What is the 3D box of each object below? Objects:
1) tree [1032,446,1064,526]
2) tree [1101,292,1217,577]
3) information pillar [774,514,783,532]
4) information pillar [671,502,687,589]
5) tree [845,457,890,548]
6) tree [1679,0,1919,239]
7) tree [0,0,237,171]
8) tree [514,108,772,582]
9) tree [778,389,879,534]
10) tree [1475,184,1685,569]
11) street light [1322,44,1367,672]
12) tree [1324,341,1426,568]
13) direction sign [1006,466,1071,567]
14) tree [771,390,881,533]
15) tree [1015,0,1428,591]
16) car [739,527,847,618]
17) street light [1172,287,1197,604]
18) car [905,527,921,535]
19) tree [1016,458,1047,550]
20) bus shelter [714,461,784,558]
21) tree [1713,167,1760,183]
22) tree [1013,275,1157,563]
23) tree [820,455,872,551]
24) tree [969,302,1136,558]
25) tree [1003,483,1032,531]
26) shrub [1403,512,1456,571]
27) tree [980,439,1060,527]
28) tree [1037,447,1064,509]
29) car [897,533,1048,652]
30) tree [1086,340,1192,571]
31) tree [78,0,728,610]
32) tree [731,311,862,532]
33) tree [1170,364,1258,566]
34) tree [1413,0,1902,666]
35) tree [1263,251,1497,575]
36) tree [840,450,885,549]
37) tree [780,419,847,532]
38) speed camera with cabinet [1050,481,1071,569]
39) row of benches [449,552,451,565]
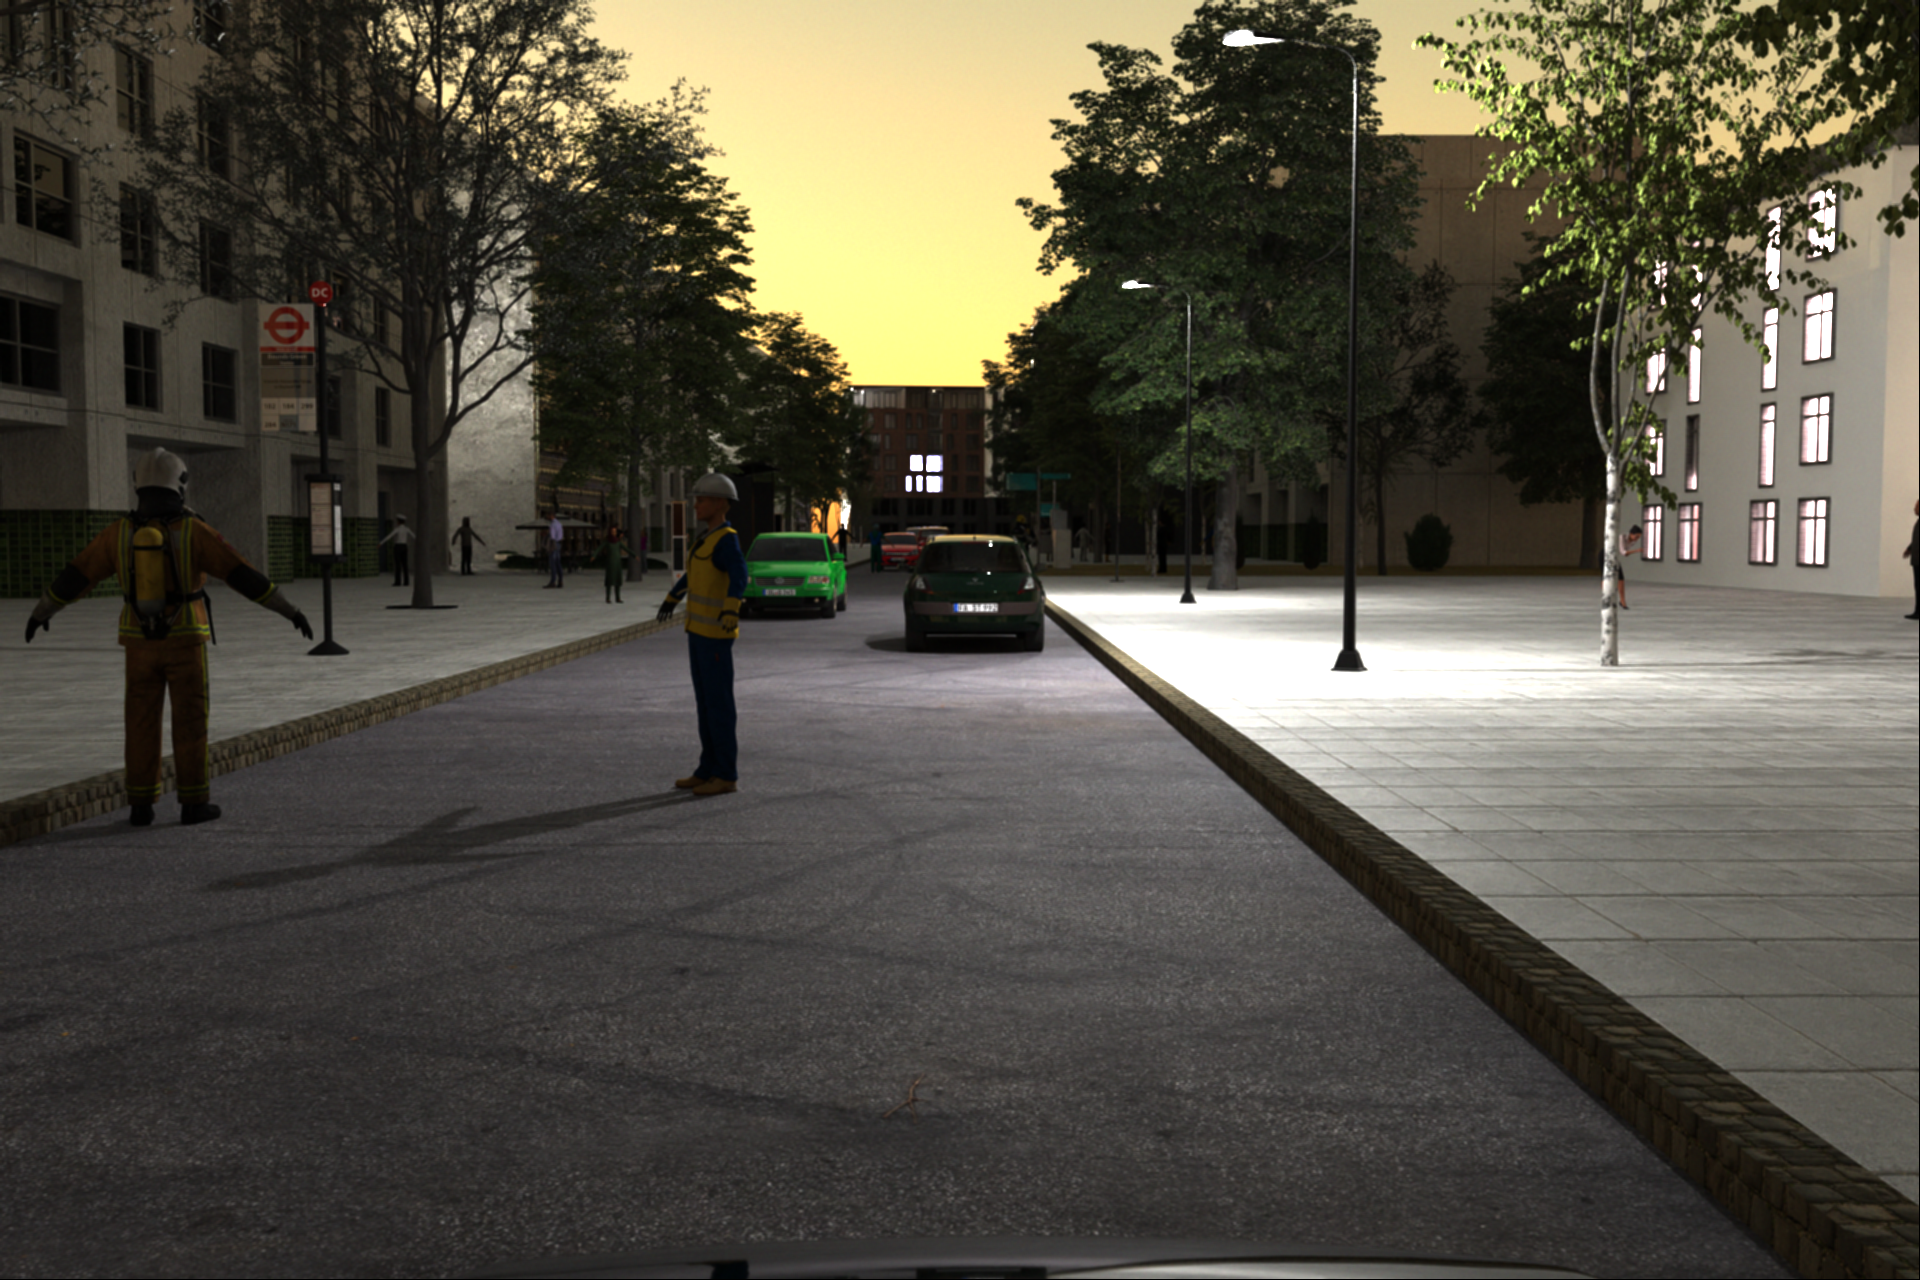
[{"bbox_3d":[6.220,-9.949,113.021,4.737,8.622,4.395,0,3,0],"label":"tree"},{"bbox_3d":[5.994,-6.198,51.693,4.737,8.622,4.395,0,3,0],"label":"tree"},{"bbox_3d":[-6.529,-3.538,62.343,0.304,2.012,0.304,0,4,2],"label":"information pillar"},{"bbox_3d":[-6.376,-2.132,39.357,0.304,2.012,0.304,0,4,1],"label":"information pillar"},{"bbox_3d":[-9.264,-12.730,158.495,4.360,8.622,3.978,0,3,0],"label":"tree"},{"bbox_3d":[5.846,-3.625,9.639,4.737,8.622,4.395,0,3,0],"label":"tree"},{"bbox_3d":[-9.382,-6.193,11.623,12.009,13.543,11.850,0,3,0],"label":"tree"},{"bbox_3d":[-8.596,-7.873,46.858,7.486,12.596,7.792,0,3,0],"label":"tree"},{"bbox_3d":[-9.450,-12.094,123.487,9.928,11.665,9.643,0,3,0],"label":"tree"},{"bbox_3d":[23.368,-9.633,64.158,9.857,13.997,8.962,0,3,0],"label":"tree"},{"bbox_3d":[4.200,-2.665,16.106,1.470,5.913,1.316,0,4,0],"label":"street light"},{"bbox_3d":[14.944,-7.032,65.343,4.360,8.622,3.978,0,3,0],"label":"tree"},{"bbox_3d":[3.084,-4.808,67.379,2.525,3.948,1.411,0,4,0],"label":"direction sign"},{"bbox_3d":[-9.134,-10.891,112.477,8.767,10.594,7.601,0,4,6],"label":"tree"},{"bbox_3d":[6.045,-8.117,39.372,9.857,13.997,8.962,0,3,0],"label":"tree"},{"bbox_3d":[-2.994,-1.348,30.840,1.959,1.807,4.718,0,4,0],"label":"car"},{"bbox_3d":[4.752,-3.626,31.833,1.470,5.913,1.316,0,4,0],"label":"street light"},{"bbox_3d":[-2.356,-5.560,99.572,2.281,1.827,5.304,0,4,0],"label":"car"},{"bbox_3d":[6.225,-11.631,140.529,4.737,8.622,4.395,0,3,0],"label":"tree"},{"bbox_3d":[-7.148,-4.134,58.878,1.731,3.624,6.357,0,3,0],"label":"bus shelter"},{"bbox_3d":[24.526,-8.320,54.166,7.486,12.596,7.792,0,3,0],"label":"tree"},{"bbox_3d":[5.795,-9.697,76.669,7.486,12.596,7.792,0,3,0],"label":"tree"},{"bbox_3d":[-9.374,-11.134,132.404,4.360,8.622,3.978,0,3,0],"label":"tree"},{"bbox_3d":[5.685,-11.368,92.528,9.857,13.997,8.962,0,3,0],"label":"tree"},{"bbox_3d":[5.463,-12.059,147.531,4.360,8.622,3.978,0,3,0],"label":"tree"},{"bbox_3d":[16.147,-3.400,59.626,1.661,2.075,1.752,0,3,0],"label":"shrub"},{"bbox_3d":[5.900,-13.466,154.576,8.767,10.594,7.601,0,4,-4],"label":"tree"},{"bbox_3d":[6.095,-10.404,120.474,4.737,8.622,4.395,0,3,0],"label":"tree"},{"bbox_3d":[0.166,-0.779,22.518,2.009,1.686,4.222,0,4,0],"label":"car"},{"bbox_3d":[6.456,-6.682,59.611,4.737,8.622,4.395,0,3,0],"label":"tree"},{"bbox_3d":[-9.120,-7.285,29.482,12.009,13.543,11.850,0,3,0],"label":"tree"},{"bbox_3d":[-8.623,-10.426,88.587,7.486,12.596,7.792,0,3,0],"label":"tree"},{"bbox_3d":[9.950,-7.243,68.784,4.737,8.622,4.395,0,3,0],"label":"tree"},{"bbox_3d":[6.558,-4.049,16.560,4.737,8.622,4.395,0,3,0],"label":"tree"},{"bbox_3d":[12.796,-7.288,53.565,7.601,10.594,8.767,0,4,2],"label":"tree"},{"bbox_3d":[-9.264,-12.079,147.849,4.360,8.622,3.978,0,3,0],"label":"tree"},{"bbox_3d":[-9.064,-9.497,105.633,4.737,8.622,4.395,0,3,0],"label":"tree"},{"bbox_3d":[3.724,-4.245,63.743,0.660,3.252,2.038,0,4,-2],"label":"speed camera with cabinet"},{"bbox_3d":[-21.511,-3.308,69.554,1.422,0.672,4.104,0,4,5],"label":"row of benches"}]
